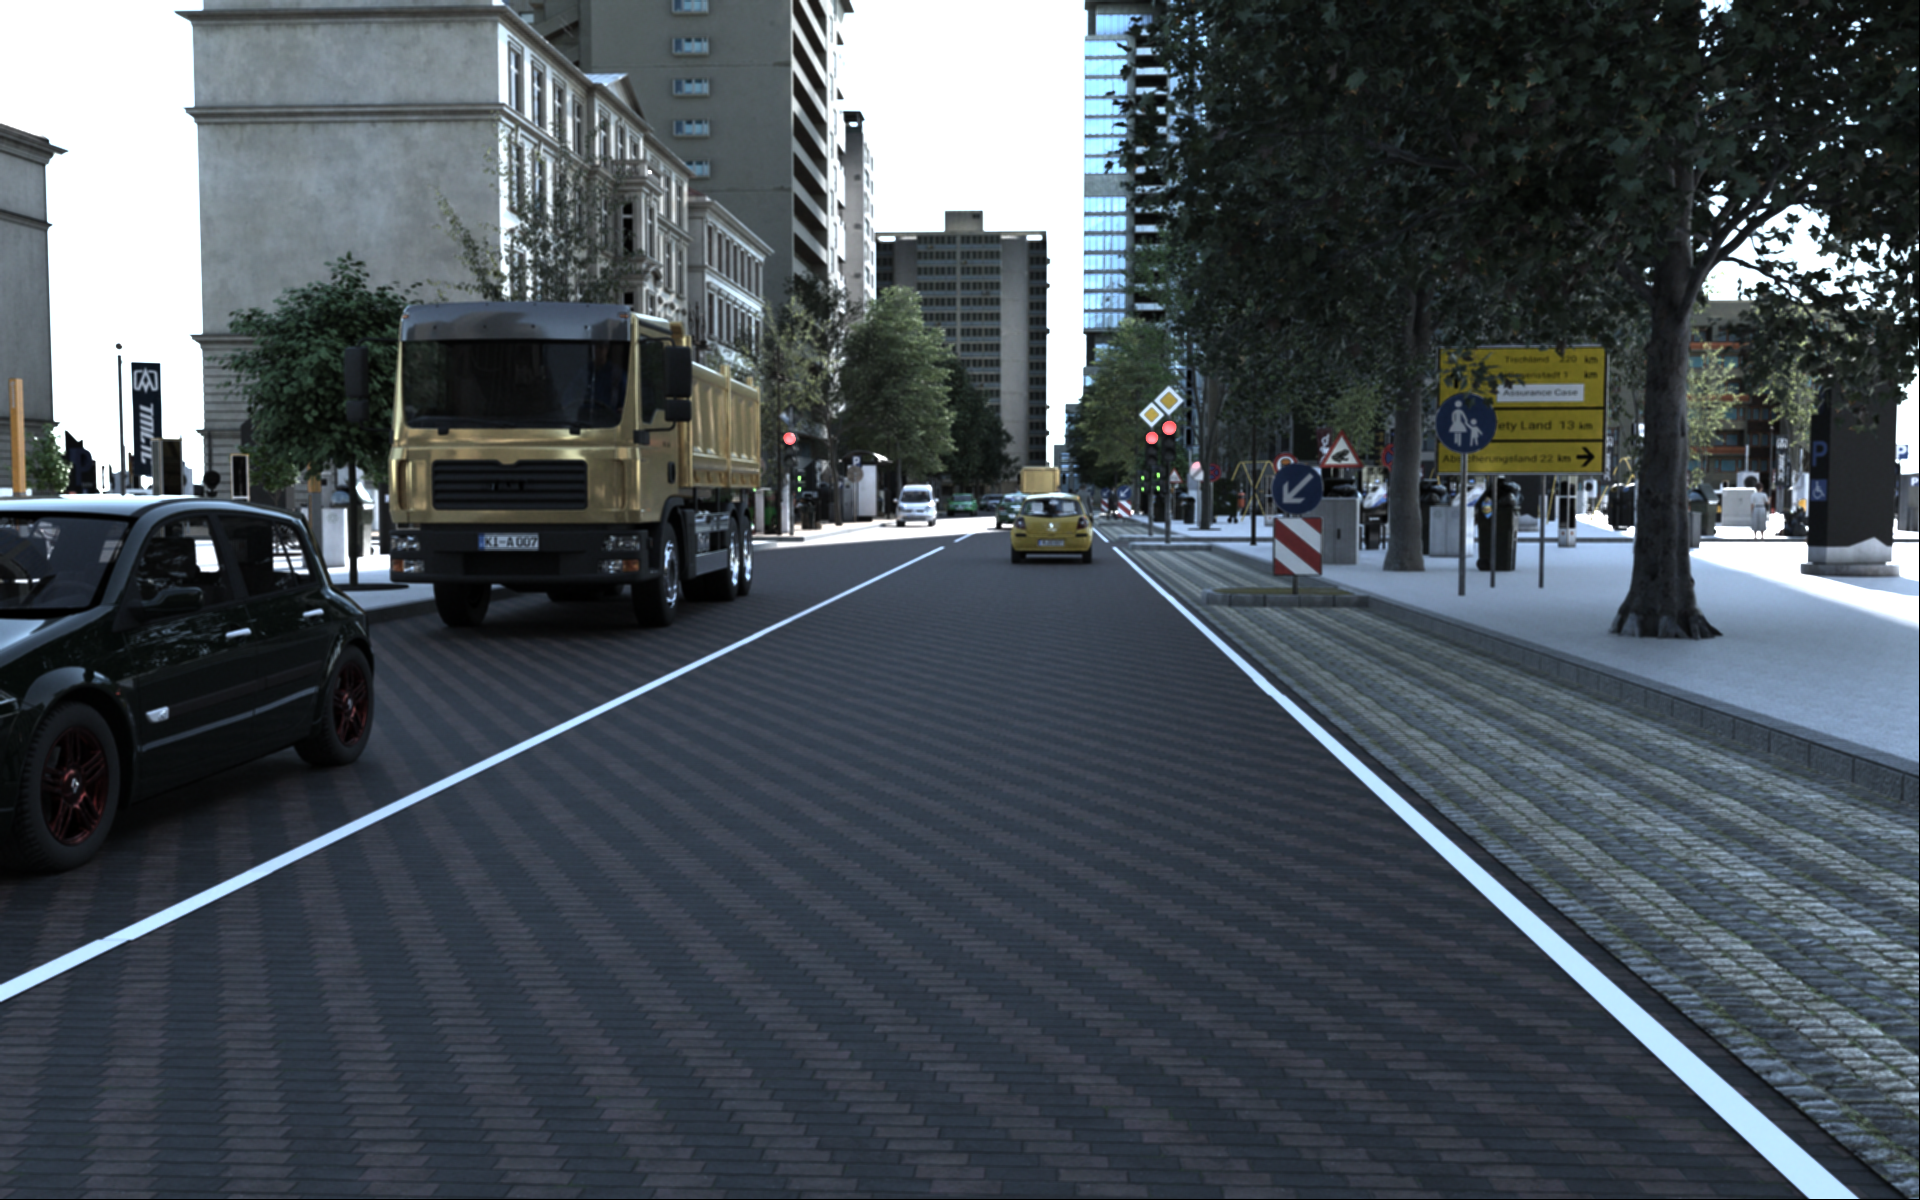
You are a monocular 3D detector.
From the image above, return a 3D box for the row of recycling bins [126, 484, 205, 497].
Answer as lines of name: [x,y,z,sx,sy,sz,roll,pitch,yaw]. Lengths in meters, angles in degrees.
row of recycling bins: [-31.560,-3.779,68.903,1.069,1.692,3.534,2,4,32]

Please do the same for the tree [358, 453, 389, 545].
tree: [-14.322,-3.000,43.654,1.663,3.219,1.824,0,3,0]

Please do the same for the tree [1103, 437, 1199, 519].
tree: [10.567,-6.457,89.279,4.285,4.588,4.351,0,3,0]

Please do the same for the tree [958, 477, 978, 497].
tree: [1.375,-14.354,185.045,4.360,8.622,3.978,0,3,0]

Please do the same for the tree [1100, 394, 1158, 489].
tree: [11.932,-10.327,119.208,4.737,8.622,4.395,0,3,0]

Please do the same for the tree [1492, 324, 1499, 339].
tree: [20.182,-7.015,65.056,4.360,8.622,3.978,0,3,0]

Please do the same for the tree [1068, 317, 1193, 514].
tree: [11.280,-11.841,111.724,7.486,12.596,7.792,0,3,0]

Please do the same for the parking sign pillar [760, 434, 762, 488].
parking sign pillar: [-9.320,-5.457,77.694,1.447,3.967,1.447,1,4,16]

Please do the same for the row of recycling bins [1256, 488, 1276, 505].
row of recycling bins: [22.143,-6.942,120.615,3.534,1.692,1.069,0,4,7]

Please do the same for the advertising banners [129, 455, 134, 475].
advertising banners: [-36.763,-5.045,78.674,0.090,3.025,2.074,2,4,29]

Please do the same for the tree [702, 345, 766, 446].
tree: [-11.371,-8.278,85.710,4.737,8.622,4.395,0,3,0]

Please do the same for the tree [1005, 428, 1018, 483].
tree: [0.091,-15.628,172.523,9.611,12.733,9.660,0,3,0]

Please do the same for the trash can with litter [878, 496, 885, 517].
trash can with litter: [-4.452,-5.235,96.972,0.624,1.170,1.055,-2,4,-23]

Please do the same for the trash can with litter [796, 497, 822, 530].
trash can with litter: [-5.449,-3.144,62.798,0.624,1.170,1.055,2,4,24]

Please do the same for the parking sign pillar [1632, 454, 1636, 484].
parking sign pillar: [43.322,-7.494,110.993,1.447,3.967,1.447,2,4,25]

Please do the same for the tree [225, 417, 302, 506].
tree: [-14.299,-2.521,35.820,1.663,3.219,1.824,0,3,0]

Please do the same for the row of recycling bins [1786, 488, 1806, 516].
row of recycling bins: [50.777,-5.833,102.485,3.534,1.692,1.069,3,5,41]

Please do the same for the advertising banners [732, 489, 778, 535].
advertising banners: [-6.705,-3.590,54.885,2.074,3.025,0.090,0,4,5]

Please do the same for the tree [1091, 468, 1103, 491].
tree: [14.298,-10.709,158.812,4.285,4.588,4.351,0,3,0]

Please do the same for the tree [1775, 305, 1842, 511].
tree: [27.428,-6.485,56.400,4.360,8.622,3.978,0,3,0]

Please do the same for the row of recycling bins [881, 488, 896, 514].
row of recycling bins: [-4.422,-6.455,112.659,3.534,1.692,1.069,-1,4,-16]

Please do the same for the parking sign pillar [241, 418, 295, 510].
parking sign pillar: [-18.319,-3.509,45.843,1.447,3.967,1.447,1,4,13]

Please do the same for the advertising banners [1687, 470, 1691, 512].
advertising banners: [51.741,-7.735,122.647,0.090,3.025,2.074,1,4,8]

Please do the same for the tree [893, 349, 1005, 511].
tree: [-1.617,-13.310,134.633,9.611,12.733,9.660,0,3,0]

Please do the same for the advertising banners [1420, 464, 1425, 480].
advertising banners: [27.729,-6.450,101.649,2.074,3.025,0.090,3,5,40]

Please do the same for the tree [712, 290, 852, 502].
tree: [-6.435,-6.829,62.009,4.360,8.622,3.978,0,3,0]

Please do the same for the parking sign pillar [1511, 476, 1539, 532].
parking sign pillar: [19.177,-4.343,59.484,1.447,3.967,1.447,0,4,-1]

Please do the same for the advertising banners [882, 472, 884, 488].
advertising banners: [-5.056,-7.330,116.030,0.090,3.025,2.074,-1,4,-9]

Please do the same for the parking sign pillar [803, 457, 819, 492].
parking sign pillar: [-10.908,-8.491,127.303,1.447,3.967,1.447,2,4,31]

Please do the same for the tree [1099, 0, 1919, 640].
tree: [6.374,-6.013,15.318,9.611,12.733,9.660,0,3,0]

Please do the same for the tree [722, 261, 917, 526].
tree: [-5.176,-8.270,69.629,7.601,10.594,8.767,2,4,26]

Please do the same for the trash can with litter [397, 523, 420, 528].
trash can with litter: [-20.685,-3.283,65.064,1.055,1.170,0.624,-1,4,-11]

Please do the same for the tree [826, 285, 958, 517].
tree: [-3.757,-10.800,94.706,7.486,12.596,7.792,0,3,0]

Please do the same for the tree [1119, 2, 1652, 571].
tree: [7.565,-7.463,28.683,9.857,13.997,8.962,0,3,0]

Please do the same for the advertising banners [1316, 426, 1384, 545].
advertising banners: [9.995,-2.956,44.521,0.090,3.025,2.074,-3,5,-44]

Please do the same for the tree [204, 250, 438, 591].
tree: [-8.330,-2.428,23.405,4.285,4.588,4.351,0,3,0]

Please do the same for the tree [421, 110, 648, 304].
tree: [-7.803,-5.040,32.772,4.360,8.622,3.978,0,3,0]

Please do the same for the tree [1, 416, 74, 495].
tree: [-22.419,-2.946,42.774,1.663,3.219,1.824,0,3,0]

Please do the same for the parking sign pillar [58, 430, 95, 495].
parking sign pillar: [-37.266,-5.193,73.373,1.447,3.967,1.447,1,4,10]

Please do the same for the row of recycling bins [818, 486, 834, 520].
row of recycling bins: [-6.268,-4.904,87.289,1.069,1.692,3.534,1,4,17]

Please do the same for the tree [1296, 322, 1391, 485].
tree: [16.397,-7.493,72.880,4.737,8.622,4.395,0,3,0]

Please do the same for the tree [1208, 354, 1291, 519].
tree: [14.987,-8.467,88.805,4.360,8.622,3.978,0,3,0]

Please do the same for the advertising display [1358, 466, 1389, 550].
advertising display: [9.531,-2.126,39.975,0.974,1.923,0.123,-3,4,-38]

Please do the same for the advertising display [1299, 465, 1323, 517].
advertising display: [7.899,-2.049,38.713,0.123,1.923,0.974,-2,4,-29]

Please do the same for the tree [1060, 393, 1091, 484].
tree: [16.330,-17.549,193.577,9.857,13.997,8.962,0,3,0]

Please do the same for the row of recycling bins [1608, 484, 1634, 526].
row of recycling bins: [27.209,-3.814,69.476,1.069,1.692,3.534,-1,4,-10]

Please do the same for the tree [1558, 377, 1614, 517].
tree: [35.072,-9.004,97.577,4.737,8.622,4.395,0,3,0]

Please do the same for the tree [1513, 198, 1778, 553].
tree: [14.414,-5.314,37.246,4.360,8.622,3.978,0,3,0]

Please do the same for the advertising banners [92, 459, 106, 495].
advertising banners: [-43.415,-5.626,88.178,0.090,3.025,2.074,3,4,37]

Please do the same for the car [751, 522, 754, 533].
car: [-8.307,-2.514,49.902,4.718,1.807,1.959,0,4,3]

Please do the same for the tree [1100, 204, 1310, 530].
tree: [8.755,-8.297,61.407,9.928,11.665,9.643,0,3,0]

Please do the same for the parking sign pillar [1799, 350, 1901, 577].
parking sign pillar: [14.130,-2.381,27.401,1.447,3.967,1.447,-1,4,-16]

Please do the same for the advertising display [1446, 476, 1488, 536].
advertising display: [11.786,-2.145,40.279,0.974,1.923,0.123,-1,4,-11]

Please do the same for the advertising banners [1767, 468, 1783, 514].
advertising banners: [54.989,-7.473,118.377,2.074,3.025,0.090,0,4,-1]

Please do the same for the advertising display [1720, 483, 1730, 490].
advertising display: [43.306,-5.681,98.098,0.123,1.923,0.974,0,4,-2]

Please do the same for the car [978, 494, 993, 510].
car: [2.706,-8.698,154.009,2.131,1.459,4.920,0,4,4]
